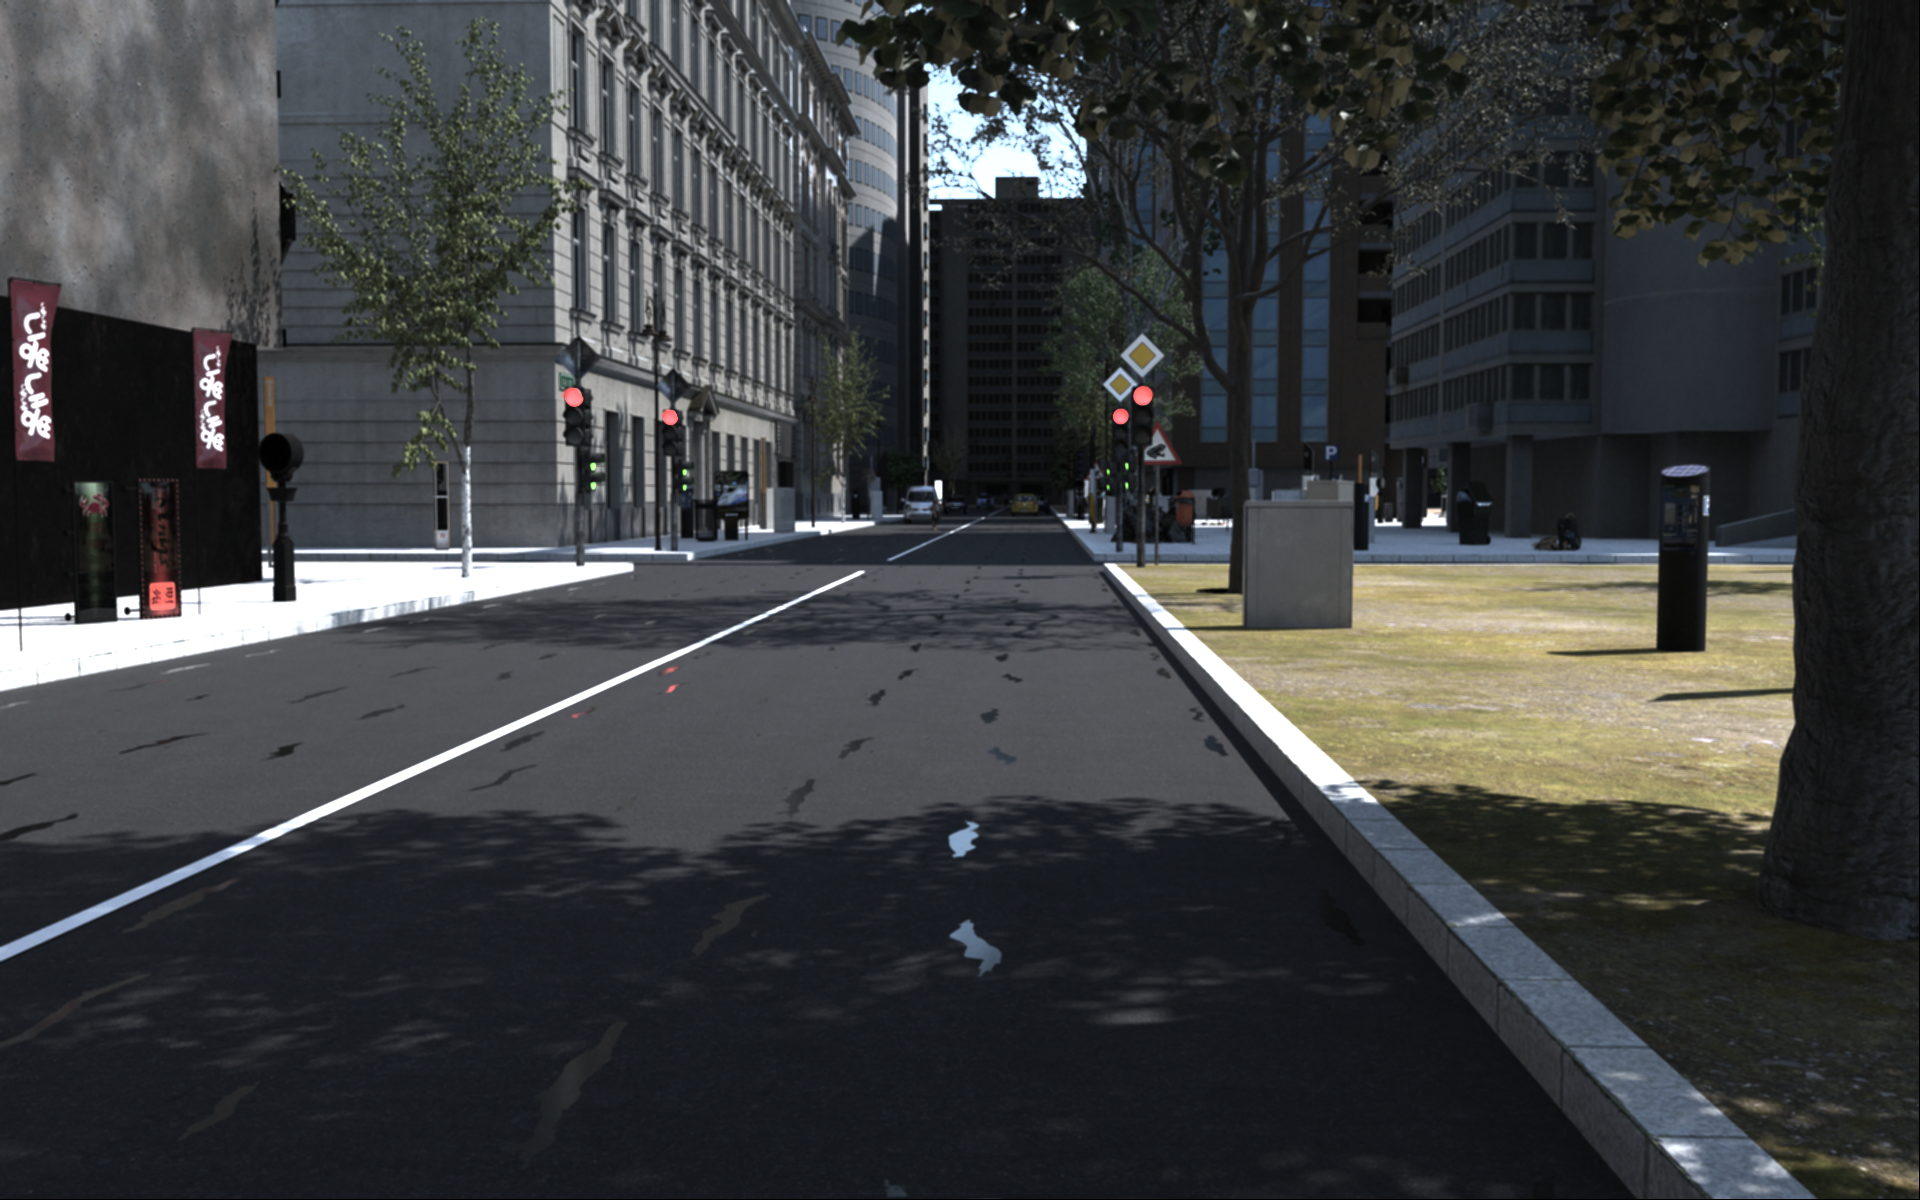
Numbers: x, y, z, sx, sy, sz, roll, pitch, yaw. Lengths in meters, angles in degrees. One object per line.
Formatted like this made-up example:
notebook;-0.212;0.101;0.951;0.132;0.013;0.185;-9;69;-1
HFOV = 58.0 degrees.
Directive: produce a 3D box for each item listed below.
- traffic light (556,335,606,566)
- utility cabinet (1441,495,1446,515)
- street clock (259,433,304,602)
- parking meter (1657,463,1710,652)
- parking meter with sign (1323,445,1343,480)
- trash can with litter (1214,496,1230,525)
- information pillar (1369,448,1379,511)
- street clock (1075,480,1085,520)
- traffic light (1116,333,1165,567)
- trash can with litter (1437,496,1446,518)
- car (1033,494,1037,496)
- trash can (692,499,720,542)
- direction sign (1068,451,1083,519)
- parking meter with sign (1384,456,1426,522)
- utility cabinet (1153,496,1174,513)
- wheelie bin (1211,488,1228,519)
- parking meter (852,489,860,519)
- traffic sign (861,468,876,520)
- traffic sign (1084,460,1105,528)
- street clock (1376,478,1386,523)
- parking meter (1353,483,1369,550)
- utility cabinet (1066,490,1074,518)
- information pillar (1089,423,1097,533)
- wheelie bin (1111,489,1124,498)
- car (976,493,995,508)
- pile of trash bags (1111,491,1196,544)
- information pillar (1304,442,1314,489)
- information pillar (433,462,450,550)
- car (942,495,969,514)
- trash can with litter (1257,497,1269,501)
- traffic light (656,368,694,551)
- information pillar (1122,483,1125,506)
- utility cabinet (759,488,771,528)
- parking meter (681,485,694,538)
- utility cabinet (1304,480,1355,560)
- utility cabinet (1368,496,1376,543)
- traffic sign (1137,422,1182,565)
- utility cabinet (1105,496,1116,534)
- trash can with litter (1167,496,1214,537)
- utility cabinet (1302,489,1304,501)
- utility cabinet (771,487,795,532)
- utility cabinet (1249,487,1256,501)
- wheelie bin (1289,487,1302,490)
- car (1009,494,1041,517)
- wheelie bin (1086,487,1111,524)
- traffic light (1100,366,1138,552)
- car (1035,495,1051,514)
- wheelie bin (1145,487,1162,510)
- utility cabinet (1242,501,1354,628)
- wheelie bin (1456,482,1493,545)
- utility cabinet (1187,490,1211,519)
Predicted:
traffic light;-6.744;-2.557;30.731;0.839;4.253;0.868;0;4;3
utility cabinet;29.849;-5.811;106.165;0.306;1.237;1.020;3;5;39
street clock;-8.077;-0.984;20.657;0.471;2.002;0.358;1;4;18
parking meter;5.935;-0.355;14.213;0.372;1.533;0.369;0;3;0
parking meter with sign;13.530;-4.046;62.409;0.543;3.016;1.738;2;4;23
trash can with litter;10.113;-3.704;71.615;2.233;1.210;1.678;2;4;27
information pillar;20.900;-5.880;87.497;0.504;3.616;0.183;-1;4;-18
street clock;5.997;-5.026;86.745;0.471;2.002;0.358;3;4;39
traffic light;3.158;-2.531;30.307;0.839;4.253;0.868;0;4;3
trash can with litter;27.033;-5.111;94.624;2.233;1.210;1.678;0;4;2
car;6.899;-9.872;170.203;1.959;1.807;4.718;0;4;3
trash can;-6.879;-2.159;46.958;0.748;1.137;0.748;0;3;0
direction sign;6.053;-6.041;90.763;0.876;3.537;0.379;2;4;23
parking meter with sign;20.332;-5.073;79.211;1.738;3.016;0.543;0;4;5
utility cabinet;6.573;-2.646;54.422;1.020;1.237;0.306;1;4;9
wheelie bin;13.370;-4.967;89.118;0.980;1.594;0.693;-2;4;-24
parking meter;-5.326;-4.915;88.769;0.372;1.533;0.369;0;3;0
traffic sign;-4.501;-5.183;84.845;0.768;2.556;0.104;1;4;12
traffic sign;5.157;-4.015;65.647;0.884;2.594;0.081;1;4;10
street clock;18.527;-4.385;76.269;0.358;2.002;0.471;3;5;42
parking meter;9.148;-1.906;39.572;0.372;1.533;0.369;0;3;0
utility cabinet;5.890;-5.145;92.796;0.318;1.500;1.173;0;4;-3
information pillar;4.394;-4.034;57.316;0.183;3.616;0.504;1;4;15
wheelie bin;6.978;-4.295;78.124;0.980;1.594;0.693;-3;5;-41
car;2.617;-10.260;177.336;1.945;1.707;3.694;0;4;4
pile of trash bags;5.343;-2.191;45.582;1.912;1.369;3.447;-1;4;-17
information pillar;15.619;-5.280;77.678;0.183;3.616;0.504;-3;5;-40
information pillar;-11.858;-2.146;39.582;0.304;2.012;0.304;-2;4;-25
car;-0.301;-6.948;126.176;1.945;1.354;3.894;0;4;2
trash can with litter;13.041;-3.856;74.433;0.624;1.170;1.055;1;4;14
traffic light;-6.388;-3.045;38.708;0.839;4.253;0.868;0;4;3
information pillar;9.105;-5.703;97.731;0.304;2.012;0.304;2;4;31
utility cabinet;-6.908;-3.406;64.375;1.173;1.500;0.318;-3;5;-43
parking meter;-7.946;-2.571;50.442;0.372;1.533;0.369;0;3;0
utility cabinet;5.912;-1.160;27.637;0.318;1.500;1.173;-1;4;-12
utility cabinet;10.563;-2.091;45.344;0.306;1.237;1.020;2;4;32
traffic sign;3.556;-1.913;31.274;0.884;2.594;0.081;0;4;5
utility cabinet;4.835;-2.717;55.582;0.306;1.237;1.020;0;4;2
trash can with litter;6.370;-2.506;52.026;1.678;1.210;2.233;-1;4;-12
utility cabinet;14.237;-3.699;69.164;1.173;1.500;0.318;3;4;36
utility cabinet;-5.862;-3.013;57.948;0.318;1.500;1.173;1;4;16
utility cabinet;9.039;-2.764;53.872;0.318;1.500;1.173;0;4;7
wheelie bin;14.650;-4.158;75.884;0.980;1.594;0.693;-2;4;-31
car;4.149;-6.137;110.571;2.015;1.641;3.980;0;4;3
wheelie bin;5.926;-4.107;75.054;0.980;1.594;0.693;1;4;9
traffic light;3.514;-3.019;38.284;0.839;4.253;0.868;0;4;3
car;5.574;-6.855;124.659;1.945;1.354;3.894;0;4;1
wheelie bin;8.358;-4.101;74.964;0.693;1.594;0.980;2;4;24
utility cabinet;3.250;-0.338;16.691;1.020;1.237;0.306;0;4;5
wheelie bin;12.968;-2.195;43.798;0.980;1.594;0.693;-2;4;-31
utility cabinet;12.095;-4.825;87.570;1.173;1.500;0.318;2;4;27
